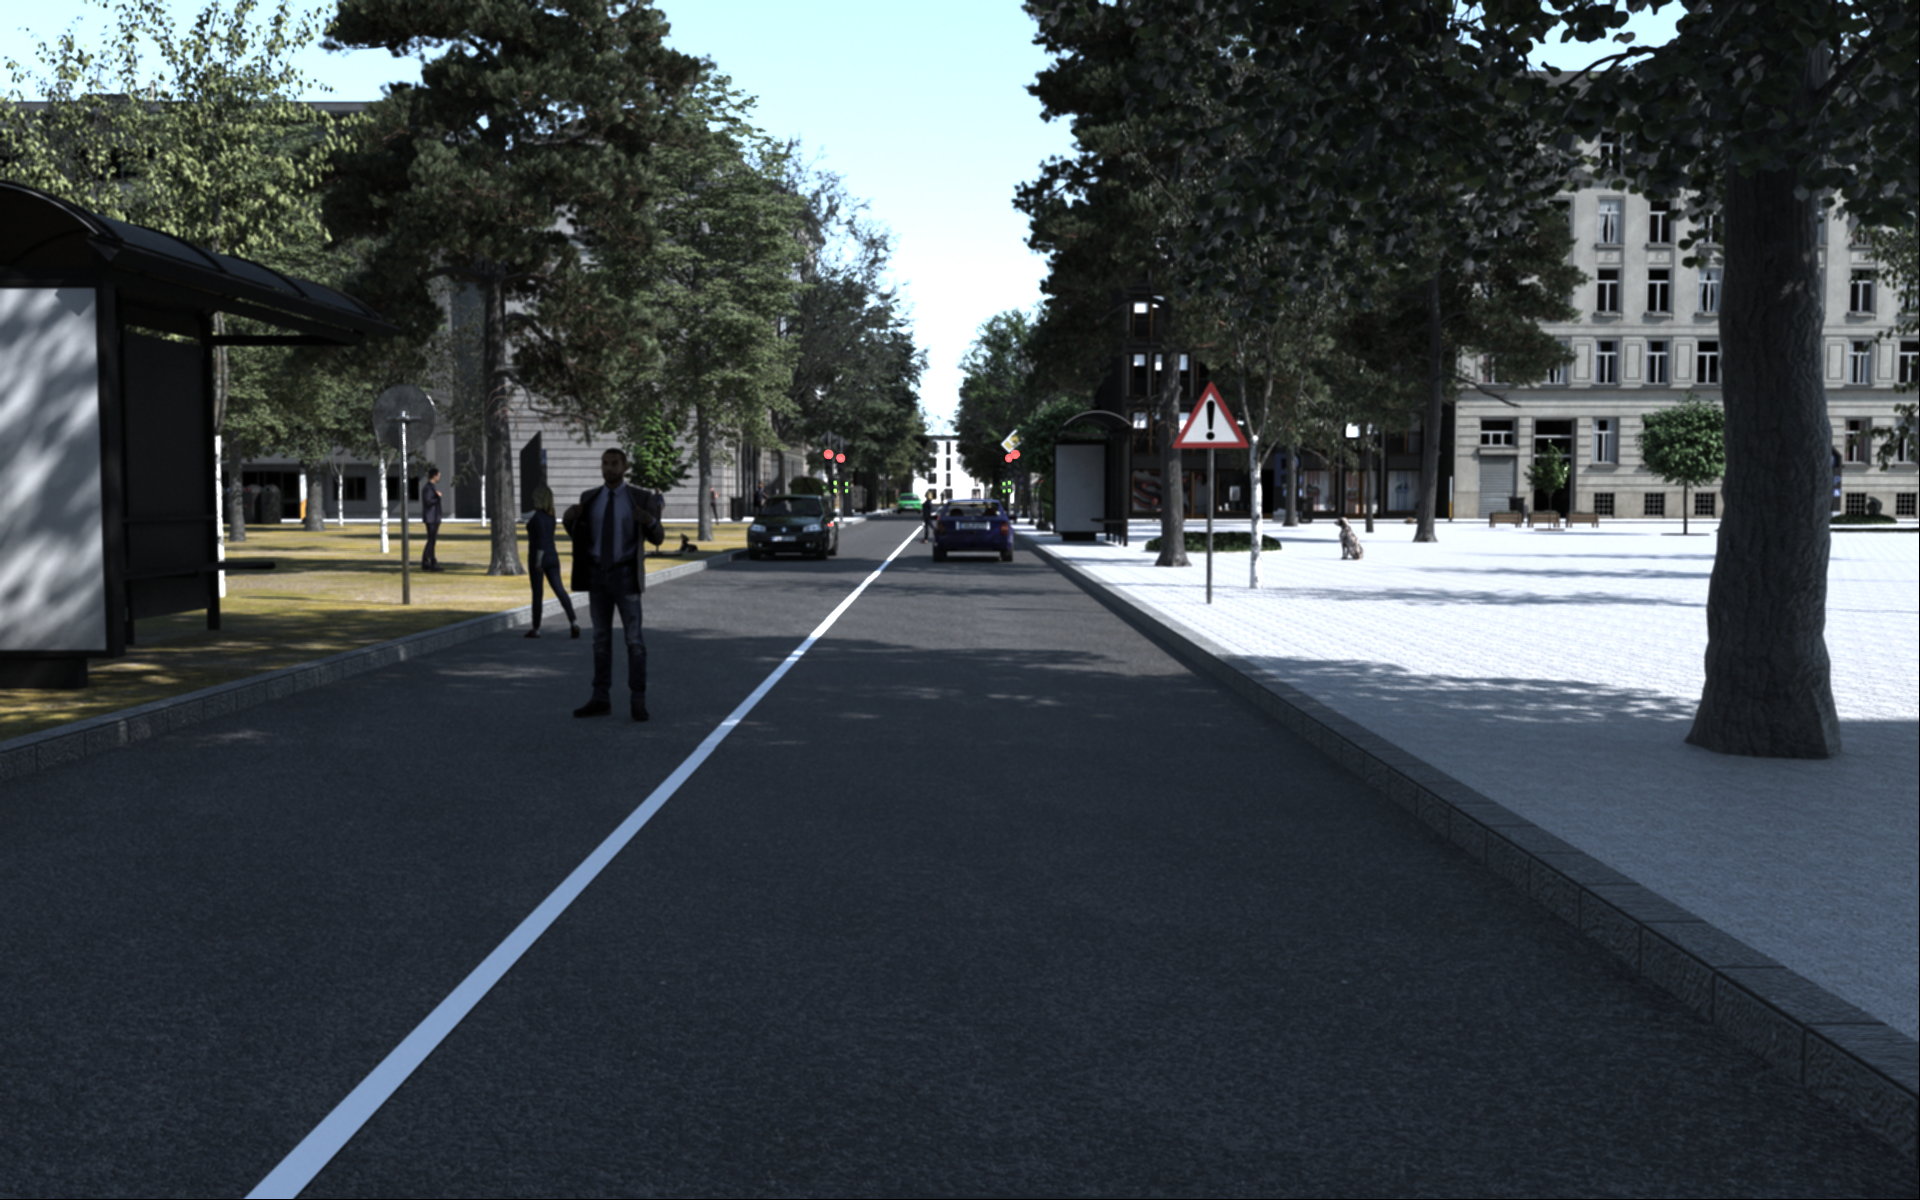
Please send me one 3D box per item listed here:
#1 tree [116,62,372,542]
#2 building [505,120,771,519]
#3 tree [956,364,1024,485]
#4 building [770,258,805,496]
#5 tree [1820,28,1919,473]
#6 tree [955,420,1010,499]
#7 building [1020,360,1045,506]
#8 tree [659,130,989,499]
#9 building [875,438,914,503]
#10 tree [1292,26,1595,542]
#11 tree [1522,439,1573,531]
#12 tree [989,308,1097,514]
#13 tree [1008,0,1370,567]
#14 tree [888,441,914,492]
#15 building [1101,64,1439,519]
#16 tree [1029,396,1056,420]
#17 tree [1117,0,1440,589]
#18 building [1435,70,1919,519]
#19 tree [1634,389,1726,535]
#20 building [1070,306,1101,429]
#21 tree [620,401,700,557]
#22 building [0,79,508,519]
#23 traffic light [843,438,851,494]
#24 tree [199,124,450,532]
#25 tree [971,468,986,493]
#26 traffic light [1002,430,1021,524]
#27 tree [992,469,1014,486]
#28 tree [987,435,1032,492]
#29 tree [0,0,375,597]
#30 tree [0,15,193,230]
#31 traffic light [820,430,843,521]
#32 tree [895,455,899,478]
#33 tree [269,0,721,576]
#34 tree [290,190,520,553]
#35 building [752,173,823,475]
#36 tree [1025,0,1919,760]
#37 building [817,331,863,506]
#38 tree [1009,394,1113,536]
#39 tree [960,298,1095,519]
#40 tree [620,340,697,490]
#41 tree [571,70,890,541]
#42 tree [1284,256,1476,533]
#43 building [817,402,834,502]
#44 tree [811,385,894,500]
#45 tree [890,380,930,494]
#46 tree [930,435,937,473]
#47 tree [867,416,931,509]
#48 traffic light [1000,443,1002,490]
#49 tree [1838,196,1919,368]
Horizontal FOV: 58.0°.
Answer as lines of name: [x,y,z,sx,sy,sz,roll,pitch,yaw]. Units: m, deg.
tree: [-19.013,-7.820,45.987,7.486,12.596,7.792,0,3,0]
building: [-17.909,-15.700,98.500,13.314,21.916,24.055,0,4,0]
tree: [3.408,-14.081,148.344,7.486,12.596,7.792,0,3,0]
building: [-16.269,-16.559,119.888,9.793,20.994,18.267,0,4,0]
tree: [11.193,-4.153,18.260,4.360,8.622,3.978,0,3,0]
tree: [2.998,-15.682,190.811,7.601,10.594,8.767,-1,4,-9]
building: [15.903,-20.459,200.959,16.747,18.905,31.486,0,4,0]
tree: [-6.162,-9.109,59.294,12.009,13.543,11.850,0,3,0]
building: [-22.656,-23.753,254.821,31.486,18.905,16.747,0,4,0]
tree: [12.536,-8.448,45.540,7.806,13.903,7.818,0,3,0]
tree: [20.539,-4.041,60.677,1.663,3.219,1.824,0,3,0]
tree: [3.866,-12.425,113.525,12.009,13.543,11.850,0,3,0]
tree: [3.733,-6.632,30.496,6.751,12.117,7.091,0,3,0]
tree: [-7.225,-15.561,204.782,4.737,8.622,4.395,0,3,0]
building: [16.013,-16.098,92.883,15.834,23.373,12.332,0,4,0]
tree: [5.512,-9.227,101.216,4.360,8.622,3.978,0,3,0]
tree: [4.027,-4.442,22.991,4.360,8.622,3.978,0,3,0]
building: [39.510,-16.038,95.497,30.059,22.955,16.112,0,4,0]
tree: [22.863,-4.315,54.270,4.285,4.588,4.351,0,3,0]
building: [16.341,-16.020,129.372,16.820,18.784,16.811,0,4,0]
tree: [-6.188,-2.534,36.024,1.663,3.219,1.824,0,3,0]
building: [-40.885,-16.750,92.923,30.058,24.678,14.314,0,4,0]
traffic light: [-5.632,-5.697,82.391,0.839,4.213,0.868,0,4,0]
tree: [-22.192,-9.310,58.868,9.857,13.997,8.962,0,3,0]
tree: [2.808,-15.506,203.892,4.737,8.622,4.395,0,3,0]
traffic light: [2.359,-5.211,74.451,0.839,4.213,0.868,0,4,0]
tree: [3.385,-8.349,131.109,1.663,3.219,1.824,0,3,0]
tree: [4.992,-12.526,155.170,4.737,8.622,4.395,0,3,0]
tree: [-9.499,-4.340,21.324,4.737,8.622,4.395,0,3,0]
tree: [-14.267,-4.714,27.443,4.360,8.622,3.978,0,3,0]
traffic light: [-5.602,-5.209,74.406,0.839,4.213,0.868,0,4,0]
tree: [-7.097,-13.036,163.494,4.360,8.622,3.978,0,3,0]
tree: [-7.299,-6.424,27.093,6.751,12.117,7.091,0,3,0]
tree: [-12.380,-5.340,37.672,4.360,8.622,3.978,0,3,0]
building: [-18.674,-21.652,141.392,14.401,28.519,23.554,0,4,0]
tree: [3.961,-6.214,8.252,9.857,13.997,8.962,0,3,0]
building: [-20.005,-21.211,203.224,16.016,20.091,11.380,0,4,0]
tree: [3.219,-4.261,53.383,4.285,4.588,4.351,0,3,0]
tree: [3.565,-10.084,90.634,9.928,11.665,9.643,0,3,0]
tree: [-12.954,-7.437,71.953,4.360,8.622,3.978,0,3,0]
tree: [-7.251,-7.870,46.802,7.486,12.596,7.792,0,3,0]
tree: [13.340,-7.518,57.339,7.601,10.594,8.767,-1,4,-23]
building: [-16.939,-14.061,172.049,9.099,9.664,28.070,0,4,0]
tree: [-7.167,-9.501,105.705,4.360,8.622,3.978,0,3,0]
tree: [-6.501,-13.825,144.170,7.486,12.596,7.792,0,3,0]
tree: [-6.593,-18.660,223.225,7.486,12.596,7.792,0,3,0]
tree: [-6.227,-13.392,153.370,8.767,10.594,7.601,2,4,24]
traffic light: [2.329,-5.700,82.436,0.839,4.213,0.868,0,4,0]
tree: [19.257,-4.998,32.082,4.737,8.622,4.395,0,3,0]
